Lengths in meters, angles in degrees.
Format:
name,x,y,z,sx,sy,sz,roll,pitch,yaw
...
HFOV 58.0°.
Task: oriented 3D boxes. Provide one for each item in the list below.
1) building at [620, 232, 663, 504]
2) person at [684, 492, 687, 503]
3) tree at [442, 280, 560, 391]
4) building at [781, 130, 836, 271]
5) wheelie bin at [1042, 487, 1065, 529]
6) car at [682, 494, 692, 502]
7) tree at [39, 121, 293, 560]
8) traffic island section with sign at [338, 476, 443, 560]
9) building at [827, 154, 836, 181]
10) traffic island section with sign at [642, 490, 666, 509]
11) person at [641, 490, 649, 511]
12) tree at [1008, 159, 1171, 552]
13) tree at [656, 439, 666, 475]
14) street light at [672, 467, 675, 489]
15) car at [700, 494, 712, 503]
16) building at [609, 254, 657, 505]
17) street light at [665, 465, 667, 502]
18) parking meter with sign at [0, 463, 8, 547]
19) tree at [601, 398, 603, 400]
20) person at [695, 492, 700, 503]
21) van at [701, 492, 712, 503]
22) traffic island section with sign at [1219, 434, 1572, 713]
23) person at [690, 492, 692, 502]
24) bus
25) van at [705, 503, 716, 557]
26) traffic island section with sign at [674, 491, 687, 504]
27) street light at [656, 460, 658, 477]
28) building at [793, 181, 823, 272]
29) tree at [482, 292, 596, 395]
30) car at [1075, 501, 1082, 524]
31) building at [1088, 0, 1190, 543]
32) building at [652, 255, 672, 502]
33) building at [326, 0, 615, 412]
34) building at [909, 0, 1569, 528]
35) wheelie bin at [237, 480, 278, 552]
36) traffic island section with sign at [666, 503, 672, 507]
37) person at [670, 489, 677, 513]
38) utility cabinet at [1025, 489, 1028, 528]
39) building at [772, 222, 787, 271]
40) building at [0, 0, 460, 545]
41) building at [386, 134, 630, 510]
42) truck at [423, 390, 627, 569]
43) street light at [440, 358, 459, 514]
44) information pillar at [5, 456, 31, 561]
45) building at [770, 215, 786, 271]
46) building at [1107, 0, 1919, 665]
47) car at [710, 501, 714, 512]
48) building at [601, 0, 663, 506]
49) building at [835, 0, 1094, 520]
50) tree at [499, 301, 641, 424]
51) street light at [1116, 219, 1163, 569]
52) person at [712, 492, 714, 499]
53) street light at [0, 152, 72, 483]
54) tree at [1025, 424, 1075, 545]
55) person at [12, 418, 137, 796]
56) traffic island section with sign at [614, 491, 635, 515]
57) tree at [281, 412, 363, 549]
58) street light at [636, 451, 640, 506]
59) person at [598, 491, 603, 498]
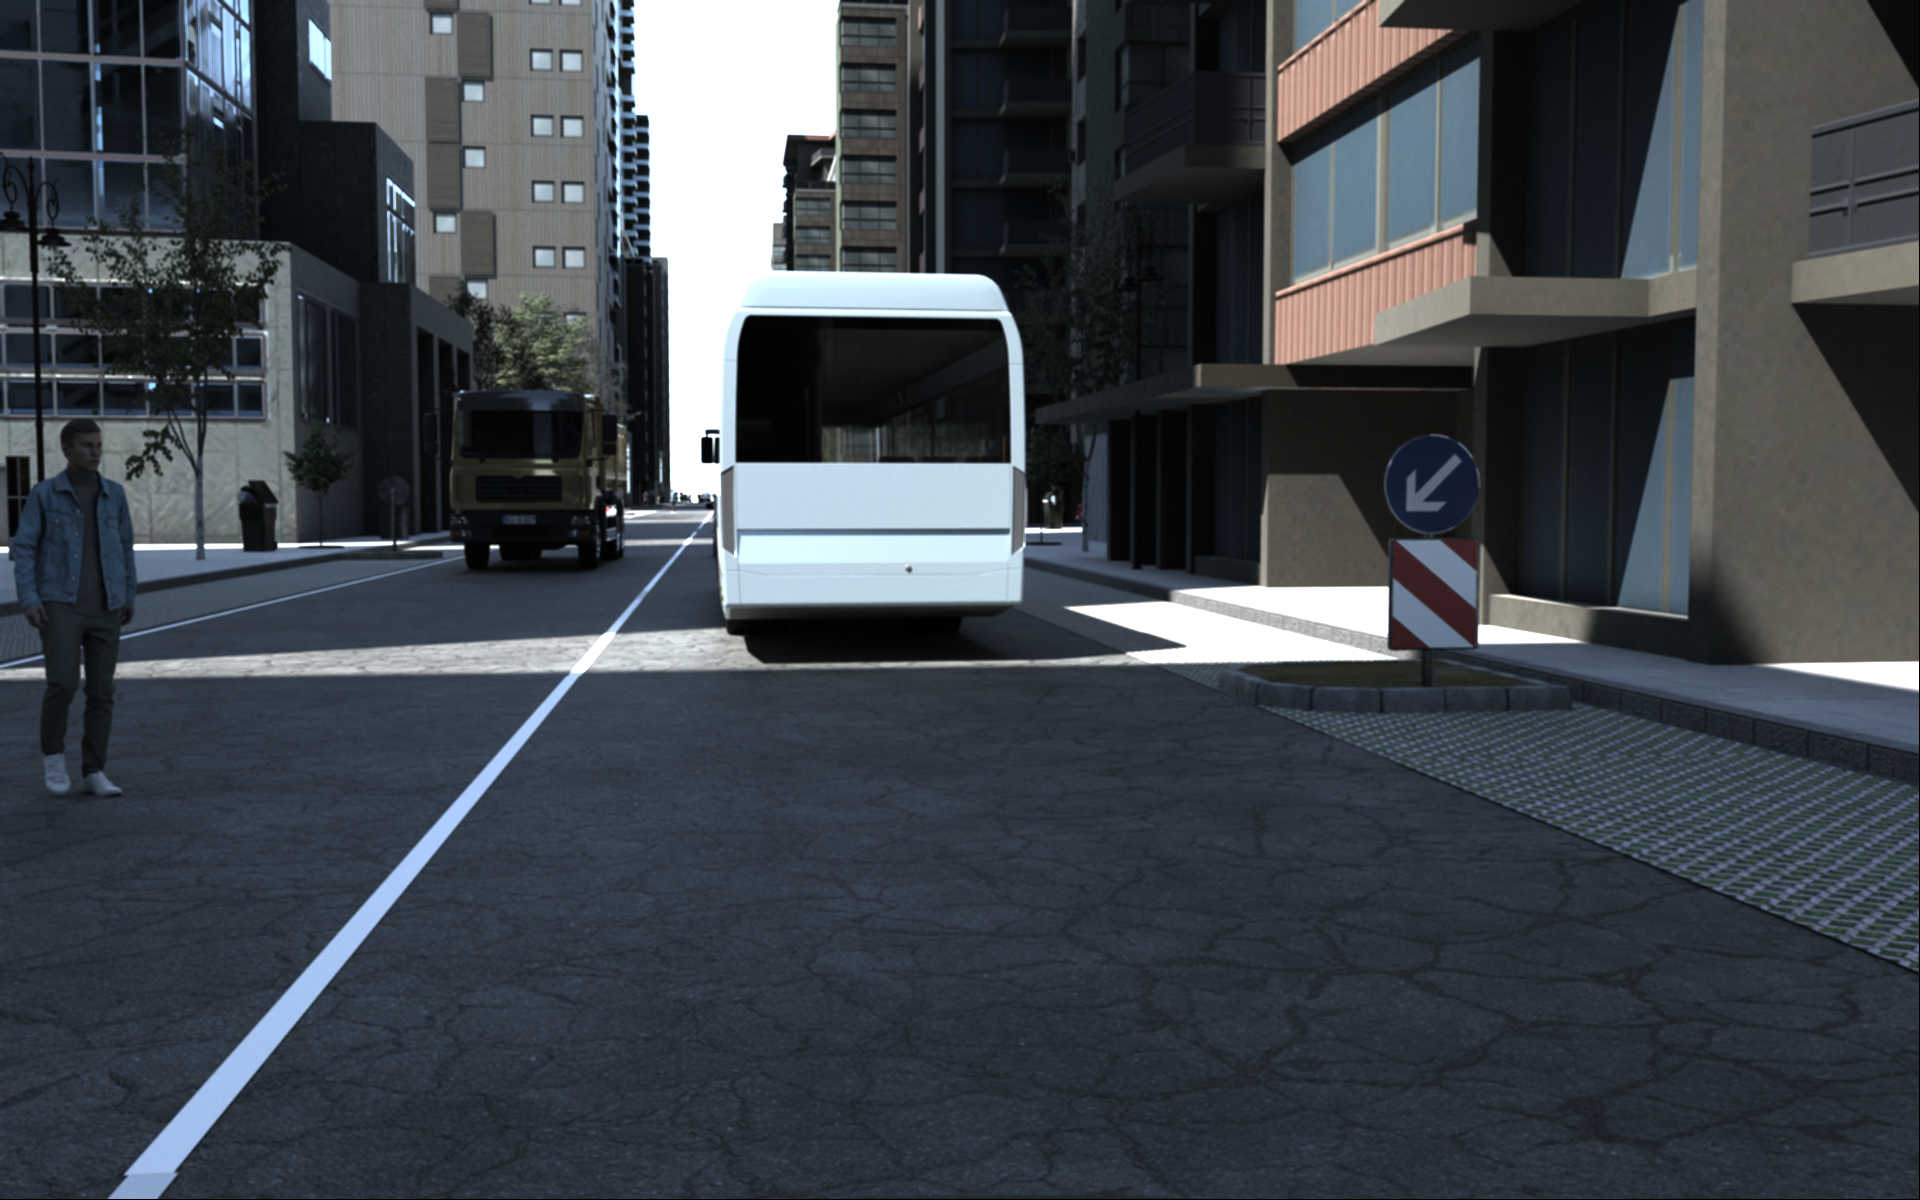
name,x,y,z,sx,sy,sz,roll,pitch,yaw
building,-57.611,-33.399,237.948,32.217,40.220,23.993,0,4,-8
person,-43.305,-16.124,273.051,0.541,1.710,0.530,0,4,-5
tree,-21.004,-8.682,76.356,7.601,10.594,8.767,0,4,-2
building,-10.189,-33.928,209.351,22.147,44.769,28.867,0,4,-8
wheelie bin,3.398,-3.371,63.028,0.693,1.594,0.980,-1,4,-18
car,-46.731,-17.320,295.181,2.014,1.417,4.499,0,4,-8
tree,-15.128,-5.099,33.738,4.737,8.622,4.395,0,3,0
traffic island section with sign,-12.566,-1.819,38.372,1.989,1.847,2.006,0,4,-8
building,-1.112,-30.058,183.324,32.217,40.220,23.993,0,4,-8
traffic island section with sign,-30.183,-9.870,170.007,1.989,1.847,2.006,0,4,-8
person,-27.252,-8.623,149.933,0.683,1.767,0.568,-1,4,-17
tree,2.772,-5.401,38.665,4.360,8.622,3.978,0,3,0
tree,-39.630,-16.564,221.179,4.737,8.622,4.395,0,3,0
street light,-49.636,-20.027,300.229,0.468,5.910,1.993,0,4,-8
car,-39.748,-15.944,269.719,2.155,1.783,4.494,0,4,-8
building,-44.143,-26.745,208.983,14.160,30.474,14.107,0,4,-8
street light,-44.904,-17.868,264.936,0.468,5.910,1.993,0,4,-8
parking meter with sign,-23.033,-2.793,41.925,1.738,3.016,0.543,-2,4,-30
tree,-27.493,-11.017,130.497,4.360,8.622,3.978,0,3,0
person,-40.060,-15.621,264.433,0.750,1.759,0.617,-2,4,-35
van,-41.340,-16.819,282.001,2.013,2.044,4.112,-1,4,-9
traffic island section with sign,2.922,-0.220,12.227,1.989,1.847,2.006,0,4,-8
person,-46.934,-17.928,301.482,0.599,1.838,0.709,0,4,7
bus,-1.667,-1.598,20.979,2.948,3.499,13.247,-1,4,-8
van,-4.983,-2.065,40.776,2.013,2.044,4.112,0,4,-8
traffic island section with sign,-41.111,-14.858,251.552,1.989,1.847,2.006,0,4,-8
street light,-40.277,-15.722,229.843,0.468,5.910,1.993,0,4,-8
building,-8.628,-23.924,162.853,14.160,30.474,14.107,0,4,-8
tree,-23.890,-10.993,97.861,7.486,12.596,7.792,0,3,0
car,6.881,-3.703,69.584,4.494,1.783,2.155,0,4,-7
building,10.157,-17.067,50.741,14.160,30.474,14.107,0,4,-8
building,-55.719,-37.033,289.081,14.154,41.232,14.086,0,4,-8
building,-45.603,-34.661,155.944,28.713,52.752,27.495,0,4,-8
building,10.288,-26.230,83.480,28.867,44.769,22.147,0,4,-8
wheelie bin,-15.766,-1.891,38.828,0.693,1.594,0.980,0,4,8
traffic island section with sign,-33.792,-11.514,196.888,1.989,1.847,2.006,0,4,-8
person,-21.836,-7.565,132.208,0.620,1.820,0.660,1,4,12
utility cabinet,1.932,-3.438,64.895,1.173,1.500,0.318,1,4,17
building,-21.396,-35.416,262.643,14.154,41.232,14.086,0,4,-8
building,-32.341,-45.117,50.341,31.000,86.520,22.319,0,4,-8
building,-46.405,-53.308,184.259,22.319,86.520,31.000,0,4,-8
truck,-8.428,-2.406,35.260,3.469,3.379,9.791,0,4,-7
street light,-17.339,-5.275,59.040,0.468,5.910,1.993,0,4,-8
information pillar,-18.195,-1.774,33.498,0.304,2.012,0.304,1,4,14
building,-21.329,-41.101,295.696,21.300,48.544,21.600,0,4,-8
building,14.048,-22.416,21.130,22.147,44.769,28.867,0,4,-8
car,-10.562,-4.313,80.110,1.945,1.707,3.694,-1,4,-9
building,-56.982,-58.231,264.745,22.319,86.520,31.000,0,4,-8
building,-0.574,-20.345,104.343,14.160,30.474,14.107,0,4,-8
tree,-25.382,-12.214,110.069,12.009,13.543,11.850,0,3,0
street light,3.022,-3.463,29.402,0.468,5.910,1.993,0,4,-8
person,-41.678,-17.395,293.045,1.348,1.807,0.705,1,4,12
street light,-12.719,-3.125,23.886,0.468,5.910,1.993,0,4,-8
tree,2.183,-3.015,43.900,1.663,3.219,1.824,0,3,0
person,-4.176,0.039,8.207,0.444,1.785,0.601,3,5,43
traffic island section with sign,-23.391,-6.764,119.219,1.989,1.847,2.006,0,4,-8
tree,-15.349,-2.849,41.184,1.663,3.219,1.824,0,3,0
street light,-33.852,-12.802,182.102,0.468,5.910,1.993,0,4,-8
person,-10.509,-2.555,50.546,0.520,1.790,0.573,1,4,19
